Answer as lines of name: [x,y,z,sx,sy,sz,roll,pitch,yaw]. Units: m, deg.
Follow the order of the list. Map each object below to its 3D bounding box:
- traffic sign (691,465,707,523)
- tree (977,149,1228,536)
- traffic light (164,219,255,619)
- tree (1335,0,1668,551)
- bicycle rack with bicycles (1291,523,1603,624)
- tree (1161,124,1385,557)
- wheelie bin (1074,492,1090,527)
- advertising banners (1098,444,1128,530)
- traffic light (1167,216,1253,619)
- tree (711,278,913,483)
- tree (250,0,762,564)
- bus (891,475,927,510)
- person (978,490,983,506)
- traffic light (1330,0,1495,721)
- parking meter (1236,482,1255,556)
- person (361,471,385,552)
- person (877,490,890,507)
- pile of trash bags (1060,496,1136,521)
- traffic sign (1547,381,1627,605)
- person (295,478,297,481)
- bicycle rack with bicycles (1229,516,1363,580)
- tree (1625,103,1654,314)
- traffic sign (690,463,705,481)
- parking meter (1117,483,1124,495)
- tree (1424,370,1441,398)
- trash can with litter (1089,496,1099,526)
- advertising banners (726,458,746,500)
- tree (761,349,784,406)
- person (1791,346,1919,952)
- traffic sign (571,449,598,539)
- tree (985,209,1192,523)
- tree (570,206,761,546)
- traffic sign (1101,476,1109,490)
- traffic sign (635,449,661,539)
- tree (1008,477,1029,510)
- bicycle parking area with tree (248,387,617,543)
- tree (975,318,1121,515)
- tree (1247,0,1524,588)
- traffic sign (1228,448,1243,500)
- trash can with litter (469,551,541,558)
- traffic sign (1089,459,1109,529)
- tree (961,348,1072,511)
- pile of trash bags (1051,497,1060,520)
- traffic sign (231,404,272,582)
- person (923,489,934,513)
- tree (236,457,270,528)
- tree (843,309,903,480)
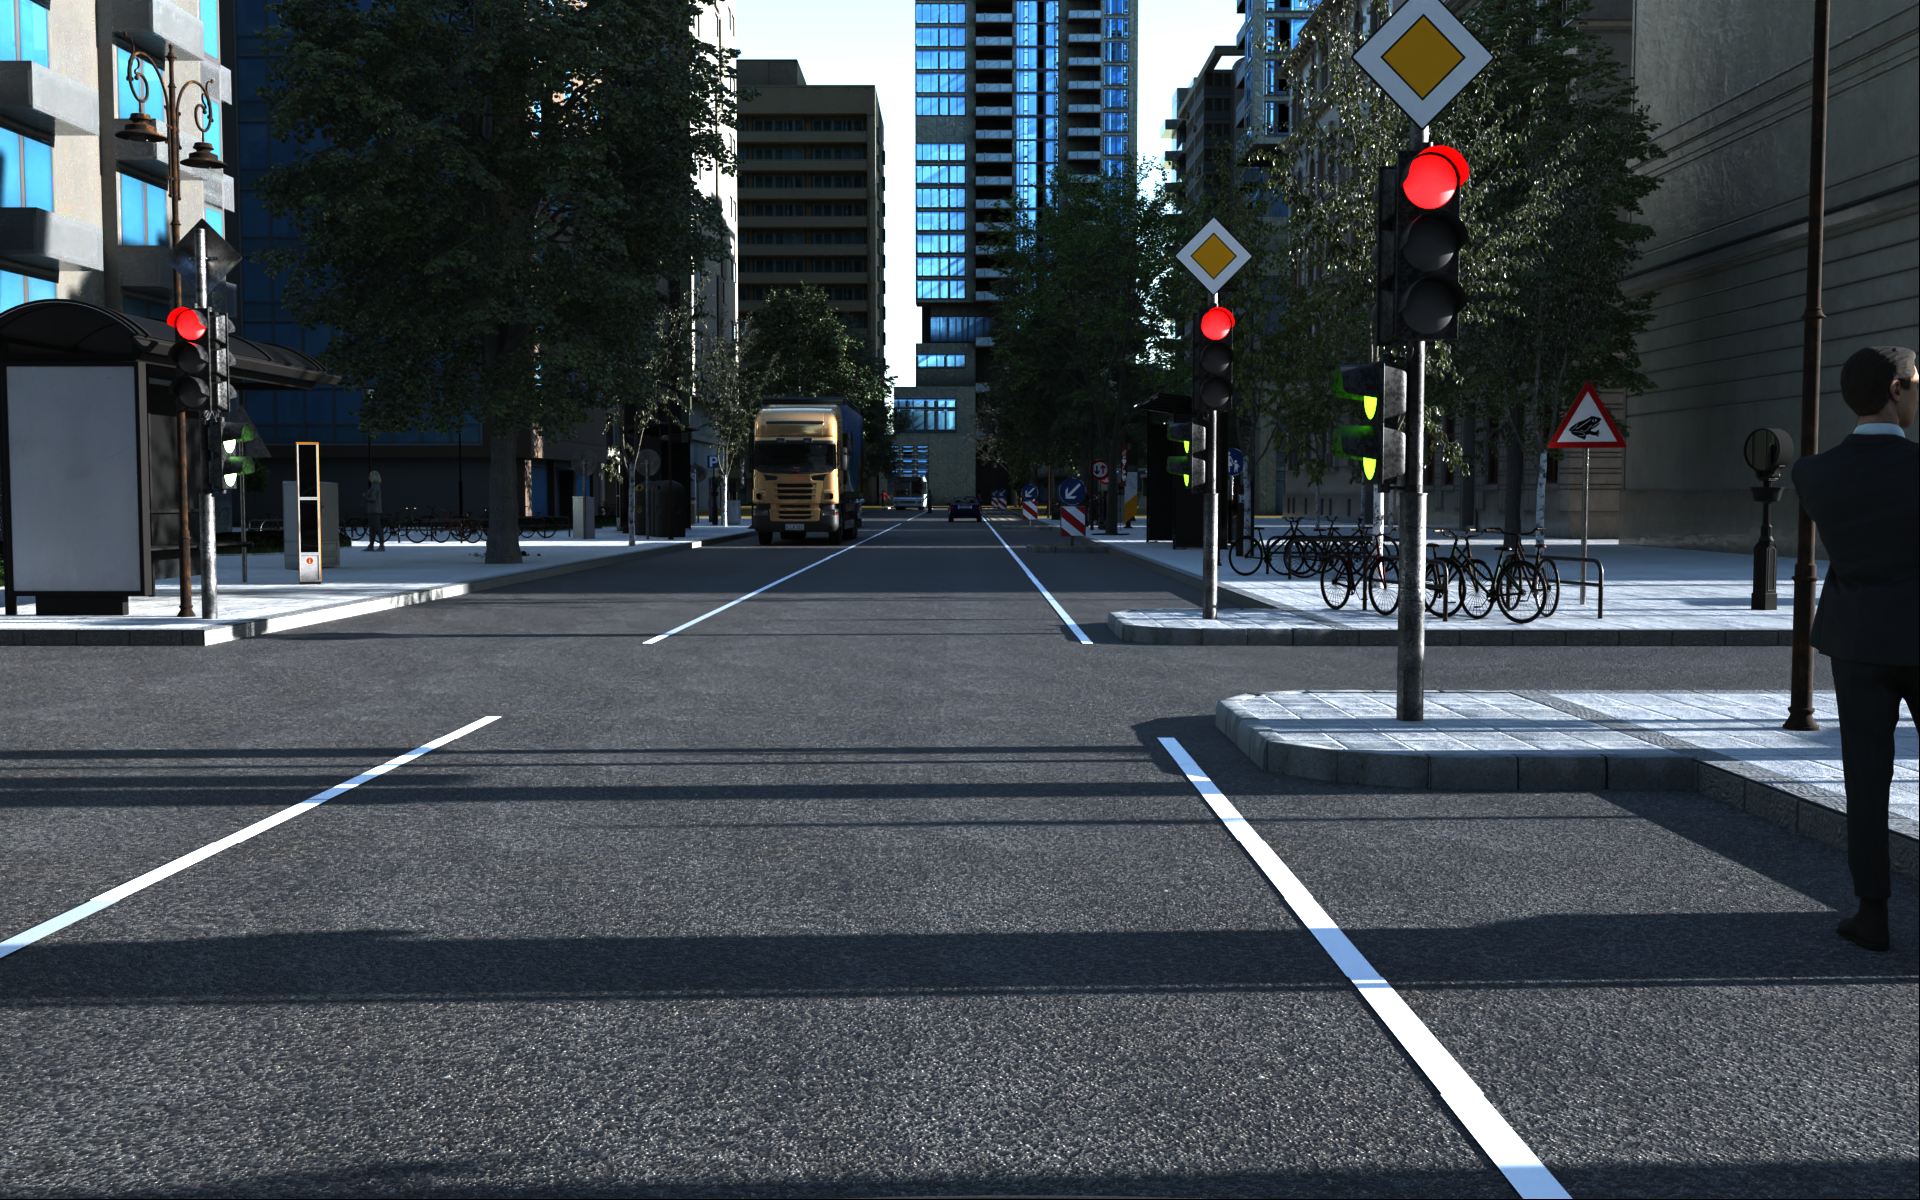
traffic sign: [-11.525,-4.653,76.181,0.768,2.556,0.104,0,4,5]
tree: [4.622,-7.828,53.751,9.928,11.665,9.643,0,3,0]
traffic light: [-7.709,-1.761,17.718,0.839,4.253,0.868,0,3,0]
tree: [12.023,-7.362,38.495,7.486,12.596,7.792,0,3,0]
bicycle rack with bicycles: [5.445,-0.300,18.287,2.852,0.926,2.925,-1,4,-12]
tree: [5.891,-5.165,34.810,4.737,8.622,4.395,0,3,0]
wheelie bin: [4.794,-3.698,68.370,0.693,1.594,0.980,0,4,1]
advertising banners: [5.440,-3.991,61.446,0.090,3.025,2.074,-2,4,-25]
traffic light: [2.553,-1.761,17.714,0.839,4.253,0.868,0,3,0]
tree: [-8.531,-10.731,92.459,9.611,12.733,9.660,0,3,0]
tree: [-8.563,-7.654,31.803,9.857,13.997,8.962,0,3,0]
bus: [-4.522,-9.996,158.293,2.948,3.499,13.247,0,4,1]
person: [1.485,-6.874,121.576,0.721,1.739,1.217,0,4,4]
traffic light: [2.538,-1.273,9.729,0.839,4.253,0.868,0,3,0]
parking meter: [5.894,-1.675,35.793,0.372,1.533,0.369,0,3,0]
person: [-13.119,-1.982,38.630,0.526,1.800,0.537,-1,4,-12]
person: [-7.757,-10.204,175.265,1.348,1.831,0.705,0,3,0]
pile of trash bags: [6.827,-4.492,83.204,1.912,1.369,3.447,-3,5,-42]
traffic sign: [7.229,-1.225,20.033,0.884,2.594,0.081,0,4,7]
person: [-23.339,-3.389,61.310,0.748,1.841,0.638,-1,4,-9]
bicycle rack with bicycles: [5.656,-0.833,27.002,2.925,0.926,2.852,0,4,0]
tree: [10.352,-4.927,30.914,4.360,8.622,3.978,0,3,0]
traffic sign: [-11.144,-4.475,72.901,0.795,2.593,0.064,0,4,6]
parking meter: [8.314,-5.141,89.759,0.255,1.863,0.399,-1,4,-12]
tree: [13.399,-6.484,56.384,4.737,8.622,4.395,0,3,0]
trash can with litter: [5.483,-3.655,70.815,1.678,1.210,2.233,2,4,26]
advertising banners: [-11.040,-5.436,85.071,0.090,3.025,2.074,-3,4,-38]
tree: [-9.078,-7.205,68.166,4.360,8.622,3.978,0,3,0]
person: [3.011,0.142,5.540,0.648,1.900,0.474,2,4,33]
traffic sign: [-10.664,-3.001,49.170,0.768,2.556,0.104,0,4,5]
tree: [5.780,-10.441,77.370,9.857,13.997,8.962,0,3,0]
tree: [-7.977,-5.652,42.775,4.360,8.622,3.978,0,3,0]
traffic sign: [7.735,-5.610,91.826,0.768,2.556,0.104,0,4,4]
traffic sign: [-8.853,-2.993,49.036,0.768,2.556,0.104,1,4,9]
tree: [4.955,-9.032,142.276,1.663,3.219,1.824,0,3,0]
bicycle parking area with tree: [-15.486,-3.794,49.033,9.016,4.147,8.231,2,4,24]
tree: [5.610,-11.555,105.933,9.611,12.733,9.660,0,3,0]
tree: [5.873,-4.455,23.203,4.360,8.622,3.978,0,3,0]
traffic sign: [7.556,-2.940,48.176,0.768,2.556,0.104,0,4,3]
trash can with litter: [-9.508,-1.505,35.664,1.678,1.210,2.233,0,4,-1]
traffic sign: [5.091,-3.853,63.104,0.768,2.556,0.104,0,4,1]
tree: [5.625,-13.392,129.322,12.009,13.543,11.850,0,3,0]
pile of trash bags: [5.542,-4.756,87.517,1.912,1.369,3.447,0,4,7]
traffic sign: [-10.422,-1.539,25.165,0.884,2.594,0.081,1,4,9]
person: [-2.294,-7.368,129.055,0.705,1.814,1.350,-3,4,-36]
tree: [-26.755,-4.351,65.741,1.663,3.219,1.824,0,3,0]
tree: [-8.729,-12.936,118.152,9.857,13.997,8.962,0,3,0]
